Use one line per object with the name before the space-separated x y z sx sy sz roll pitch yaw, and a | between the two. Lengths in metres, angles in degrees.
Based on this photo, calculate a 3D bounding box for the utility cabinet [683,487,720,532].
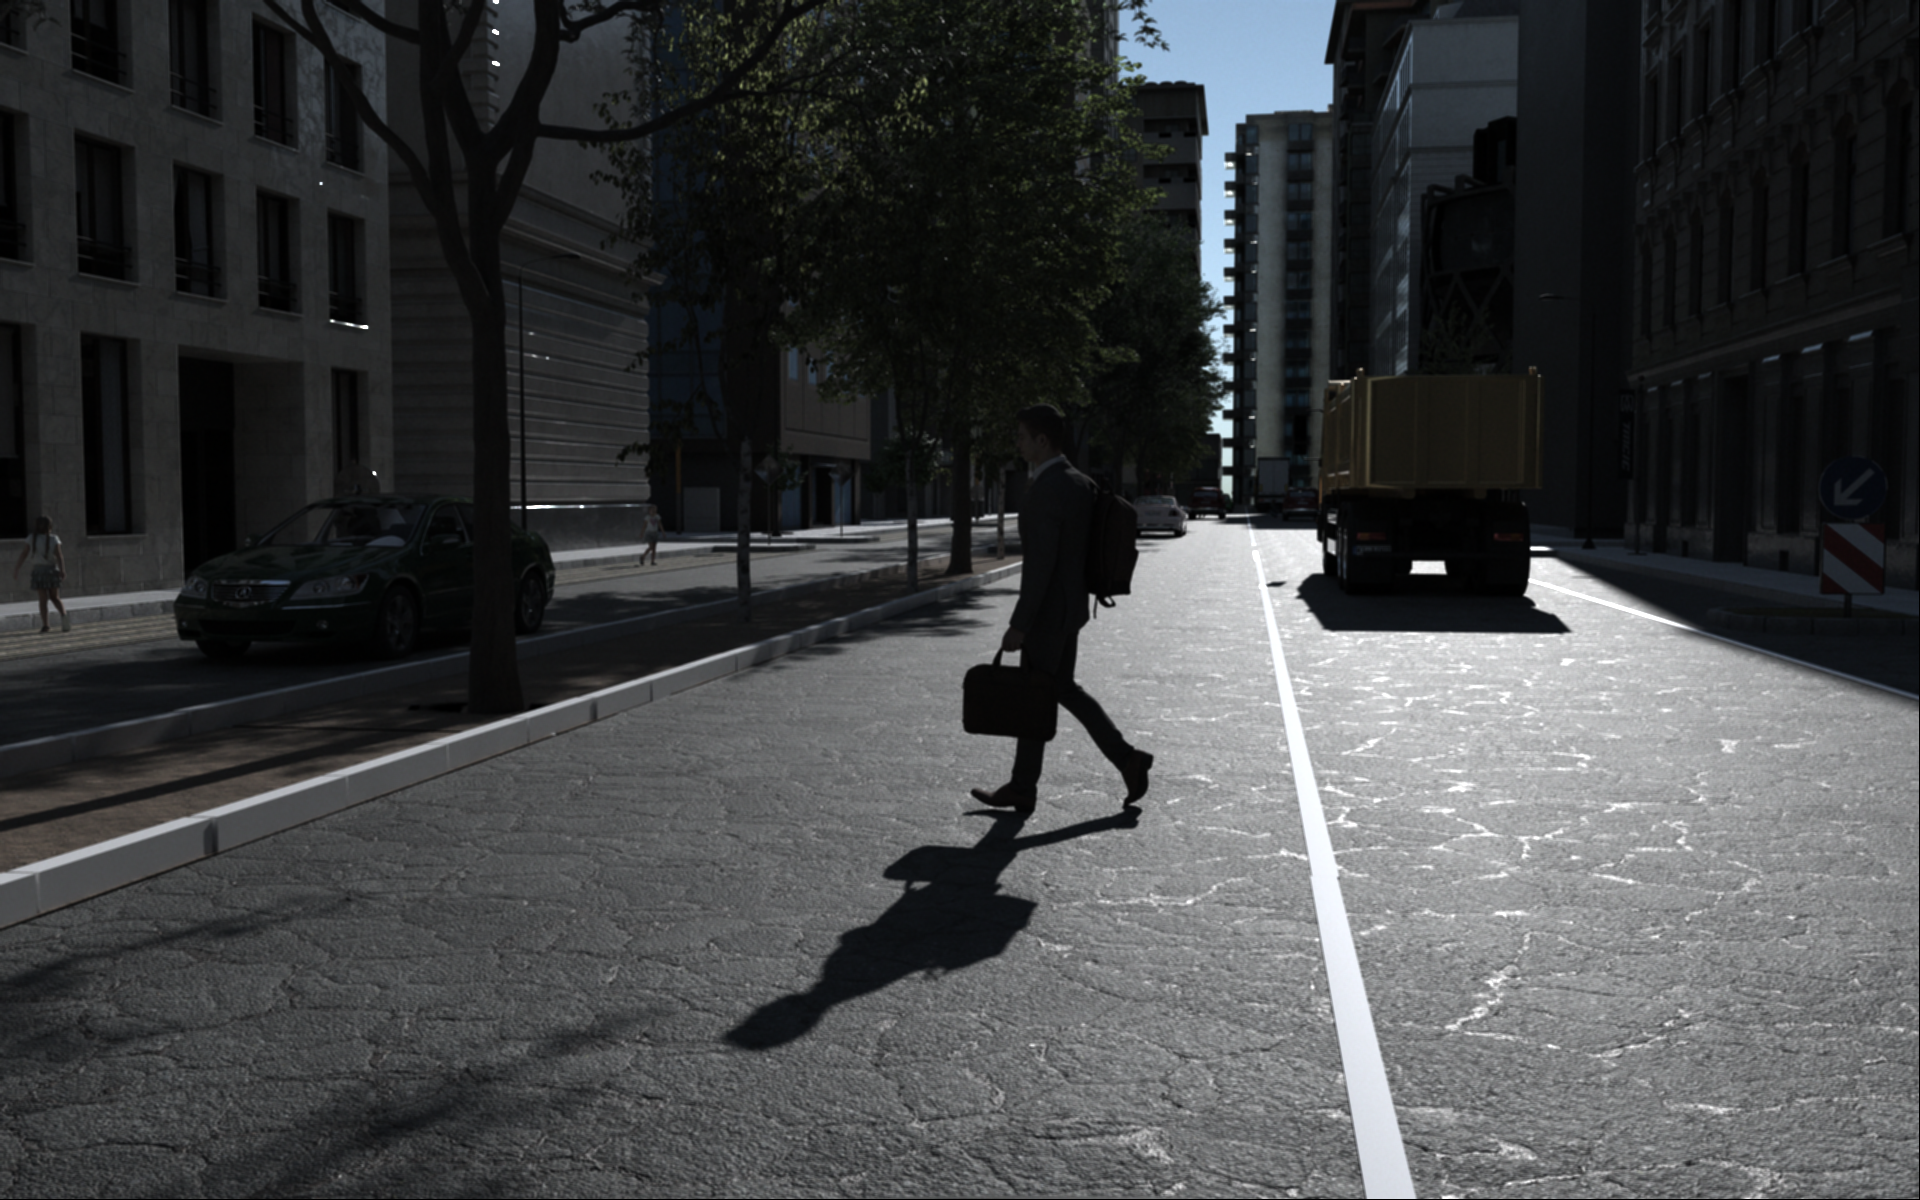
utility cabinet | -8.625 -3.009 57.875 1.173 1.500 0.318 1 4 11

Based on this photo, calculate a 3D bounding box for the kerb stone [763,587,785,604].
kerb stone | -2.534 -0.042 22.883 0.120 0.150 1.000 1 4 9

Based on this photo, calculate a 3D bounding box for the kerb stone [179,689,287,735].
kerb stone | -4.520 0.701 10.739 0.120 0.150 1.000 1 4 9

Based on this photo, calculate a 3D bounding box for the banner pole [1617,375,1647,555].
banner pole | 14.123 -2.839 36.441 0.863 3.779 0.401 -2 4 -27

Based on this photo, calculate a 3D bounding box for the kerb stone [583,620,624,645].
kerb stone | -3.522 0.330 16.806 0.120 0.150 1.000 1 4 9

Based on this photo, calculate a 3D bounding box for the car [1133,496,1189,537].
car | 6.727 -2.858 59.093 2.083 1.381 4.827 1 4 10

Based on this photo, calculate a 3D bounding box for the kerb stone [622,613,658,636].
kerb stone | -3.356 0.270 17.821 0.120 0.150 1.000 1 4 9

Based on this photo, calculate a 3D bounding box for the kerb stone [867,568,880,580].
kerb stone | -1.549 -0.410 28.963 0.120 0.150 1.000 1 4 9

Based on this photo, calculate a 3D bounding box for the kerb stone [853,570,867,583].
kerb stone | -1.712 -0.352 27.954 0.120 0.150 1.000 1 4 9

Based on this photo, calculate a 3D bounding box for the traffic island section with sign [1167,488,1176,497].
traffic island section with sign | 15.128 -7.109 124.375 2.006 1.907 1.989 1 4 9

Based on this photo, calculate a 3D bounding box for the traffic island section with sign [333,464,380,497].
traffic island section with sign | -8.020 -0.833 22.245 1.989 1.847 2.006 1 4 9

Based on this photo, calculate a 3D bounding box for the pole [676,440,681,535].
pole | -8.924 -3.733 54.881 0.158 3.312 0.155 0 3 0

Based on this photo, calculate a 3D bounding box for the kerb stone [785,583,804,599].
kerb stone | -2.366 -0.104 23.891 0.120 0.150 1.000 1 4 9

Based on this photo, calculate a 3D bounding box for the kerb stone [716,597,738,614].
kerb stone | -2.864 0.090 20.859 0.120 0.150 1.000 1 4 9

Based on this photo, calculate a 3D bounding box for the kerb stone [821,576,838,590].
kerb stone | -2.035 -0.228 25.920 0.120 0.150 1.000 1 4 9

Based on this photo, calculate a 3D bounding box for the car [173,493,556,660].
car | -5.496 -0.292 16.577 2.131 1.459 4.920 1 4 10

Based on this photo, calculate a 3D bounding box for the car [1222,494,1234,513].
car | 19.906 -7.546 132.181 1.959 1.807 4.718 1 4 11

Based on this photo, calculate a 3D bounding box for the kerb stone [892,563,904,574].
kerb stone | -1.212 -0.534 30.985 0.120 0.150 1.000 1 4 9

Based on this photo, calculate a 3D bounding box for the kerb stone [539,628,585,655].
kerb stone | -3.690 0.392 15.798 0.120 0.150 1.000 1 4 9

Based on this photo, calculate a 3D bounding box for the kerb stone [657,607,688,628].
kerb stone | -3.197 0.206 18.832 0.120 0.150 1.000 1 4 9

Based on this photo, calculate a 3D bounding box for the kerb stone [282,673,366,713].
kerb stone | -4.358 0.639 11.752 0.120 0.150 1.000 1 4 9

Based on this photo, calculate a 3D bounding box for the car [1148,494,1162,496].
car | 17.566 -8.933 155.837 2.009 1.686 4.222 1 4 8

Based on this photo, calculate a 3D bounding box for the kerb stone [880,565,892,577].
kerb stone | -1.372 -0.476 29.975 0.120 0.150 1.000 1 4 9

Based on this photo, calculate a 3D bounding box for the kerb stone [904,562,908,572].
kerb stone | -1.039 -0.599 32.000 0.120 0.150 1.000 1 4 9

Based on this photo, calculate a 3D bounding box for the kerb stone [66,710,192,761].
kerb stone | -4.685 0.768 9.728 0.120 0.150 1.000 1 4 9

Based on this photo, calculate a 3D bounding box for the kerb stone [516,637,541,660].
kerb stone | -3.858 0.454 14.777 0.120 0.150 1.000 1 4 9

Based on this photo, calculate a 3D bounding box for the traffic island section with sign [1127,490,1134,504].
traffic island section with sign | 17.795 -10.495 180.214 1.989 1.847 2.006 1 4 9

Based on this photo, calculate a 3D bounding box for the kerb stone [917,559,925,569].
kerb stone | -0.872 -0.658 33.008 0.120 0.150 1.000 1 4 9

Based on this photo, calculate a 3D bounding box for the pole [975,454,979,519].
pole | 0.875 -5.722 87.401 0.158 3.312 0.155 0 3 0

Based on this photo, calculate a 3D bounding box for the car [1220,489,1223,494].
car | 20.267 -7.954 138.721 2.281 1.827 5.304 1 4 8

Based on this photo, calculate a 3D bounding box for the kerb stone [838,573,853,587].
kerb stone | -1.872 -0.290 26.931 0.120 0.150 1.000 1 4 9

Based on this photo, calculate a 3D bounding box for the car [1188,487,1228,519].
car | 14.248 -5.573 99.793 2.281 1.827 5.304 1 4 10

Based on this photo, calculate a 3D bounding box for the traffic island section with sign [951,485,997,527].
traffic island section with sign | 0.741 -4.112 75.863 1.989 1.847 2.006 1 4 9

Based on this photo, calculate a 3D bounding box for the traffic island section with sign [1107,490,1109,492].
traffic island section with sign | 13.272 -8.800 152.511 1.989 1.847 2.006 1 4 9

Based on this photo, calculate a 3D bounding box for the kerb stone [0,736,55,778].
kerb stone | -4.852 0.829 8.706 0.120 0.150 1.000 1 4 9

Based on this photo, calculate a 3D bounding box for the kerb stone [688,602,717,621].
kerb stone | -3.024 0.150 19.849 0.120 0.150 1.000 1 4 9

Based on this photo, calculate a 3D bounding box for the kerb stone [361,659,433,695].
kerb stone | -4.194 0.577 12.761 0.120 0.150 1.000 1 4 9

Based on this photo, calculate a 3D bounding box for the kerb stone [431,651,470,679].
kerb stone | -4.021 0.519 13.768 0.120 0.150 1.000 1 4 9

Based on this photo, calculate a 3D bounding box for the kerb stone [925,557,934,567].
kerb stone | -0.711 -0.723 34.018 0.120 0.150 1.000 1 4 9

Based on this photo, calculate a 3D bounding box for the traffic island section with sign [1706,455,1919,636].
traffic island section with sign | 9.185 -0.608 18.572 1.989 1.847 2.006 1 4 9

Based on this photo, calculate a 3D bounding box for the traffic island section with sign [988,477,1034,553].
traffic island section with sign | 1.817 -2.127 42.906 2.006 1.907 1.989 1 4 9

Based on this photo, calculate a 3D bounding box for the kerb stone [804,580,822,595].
kerb stone | -2.200 -0.165 24.906 0.120 0.150 1.000 1 4 9

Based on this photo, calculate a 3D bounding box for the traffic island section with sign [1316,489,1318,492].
traffic island section with sign | 30.522 -8.597 149.181 1.989 1.847 2.006 1 4 9

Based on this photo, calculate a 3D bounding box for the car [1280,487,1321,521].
car | 18.410 -5.173 93.257 2.281 1.827 5.304 1 4 10

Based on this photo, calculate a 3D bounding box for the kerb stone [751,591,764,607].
kerb stone | -2.699 0.022 21.867 0.120 0.150 1.000 1 4 9
